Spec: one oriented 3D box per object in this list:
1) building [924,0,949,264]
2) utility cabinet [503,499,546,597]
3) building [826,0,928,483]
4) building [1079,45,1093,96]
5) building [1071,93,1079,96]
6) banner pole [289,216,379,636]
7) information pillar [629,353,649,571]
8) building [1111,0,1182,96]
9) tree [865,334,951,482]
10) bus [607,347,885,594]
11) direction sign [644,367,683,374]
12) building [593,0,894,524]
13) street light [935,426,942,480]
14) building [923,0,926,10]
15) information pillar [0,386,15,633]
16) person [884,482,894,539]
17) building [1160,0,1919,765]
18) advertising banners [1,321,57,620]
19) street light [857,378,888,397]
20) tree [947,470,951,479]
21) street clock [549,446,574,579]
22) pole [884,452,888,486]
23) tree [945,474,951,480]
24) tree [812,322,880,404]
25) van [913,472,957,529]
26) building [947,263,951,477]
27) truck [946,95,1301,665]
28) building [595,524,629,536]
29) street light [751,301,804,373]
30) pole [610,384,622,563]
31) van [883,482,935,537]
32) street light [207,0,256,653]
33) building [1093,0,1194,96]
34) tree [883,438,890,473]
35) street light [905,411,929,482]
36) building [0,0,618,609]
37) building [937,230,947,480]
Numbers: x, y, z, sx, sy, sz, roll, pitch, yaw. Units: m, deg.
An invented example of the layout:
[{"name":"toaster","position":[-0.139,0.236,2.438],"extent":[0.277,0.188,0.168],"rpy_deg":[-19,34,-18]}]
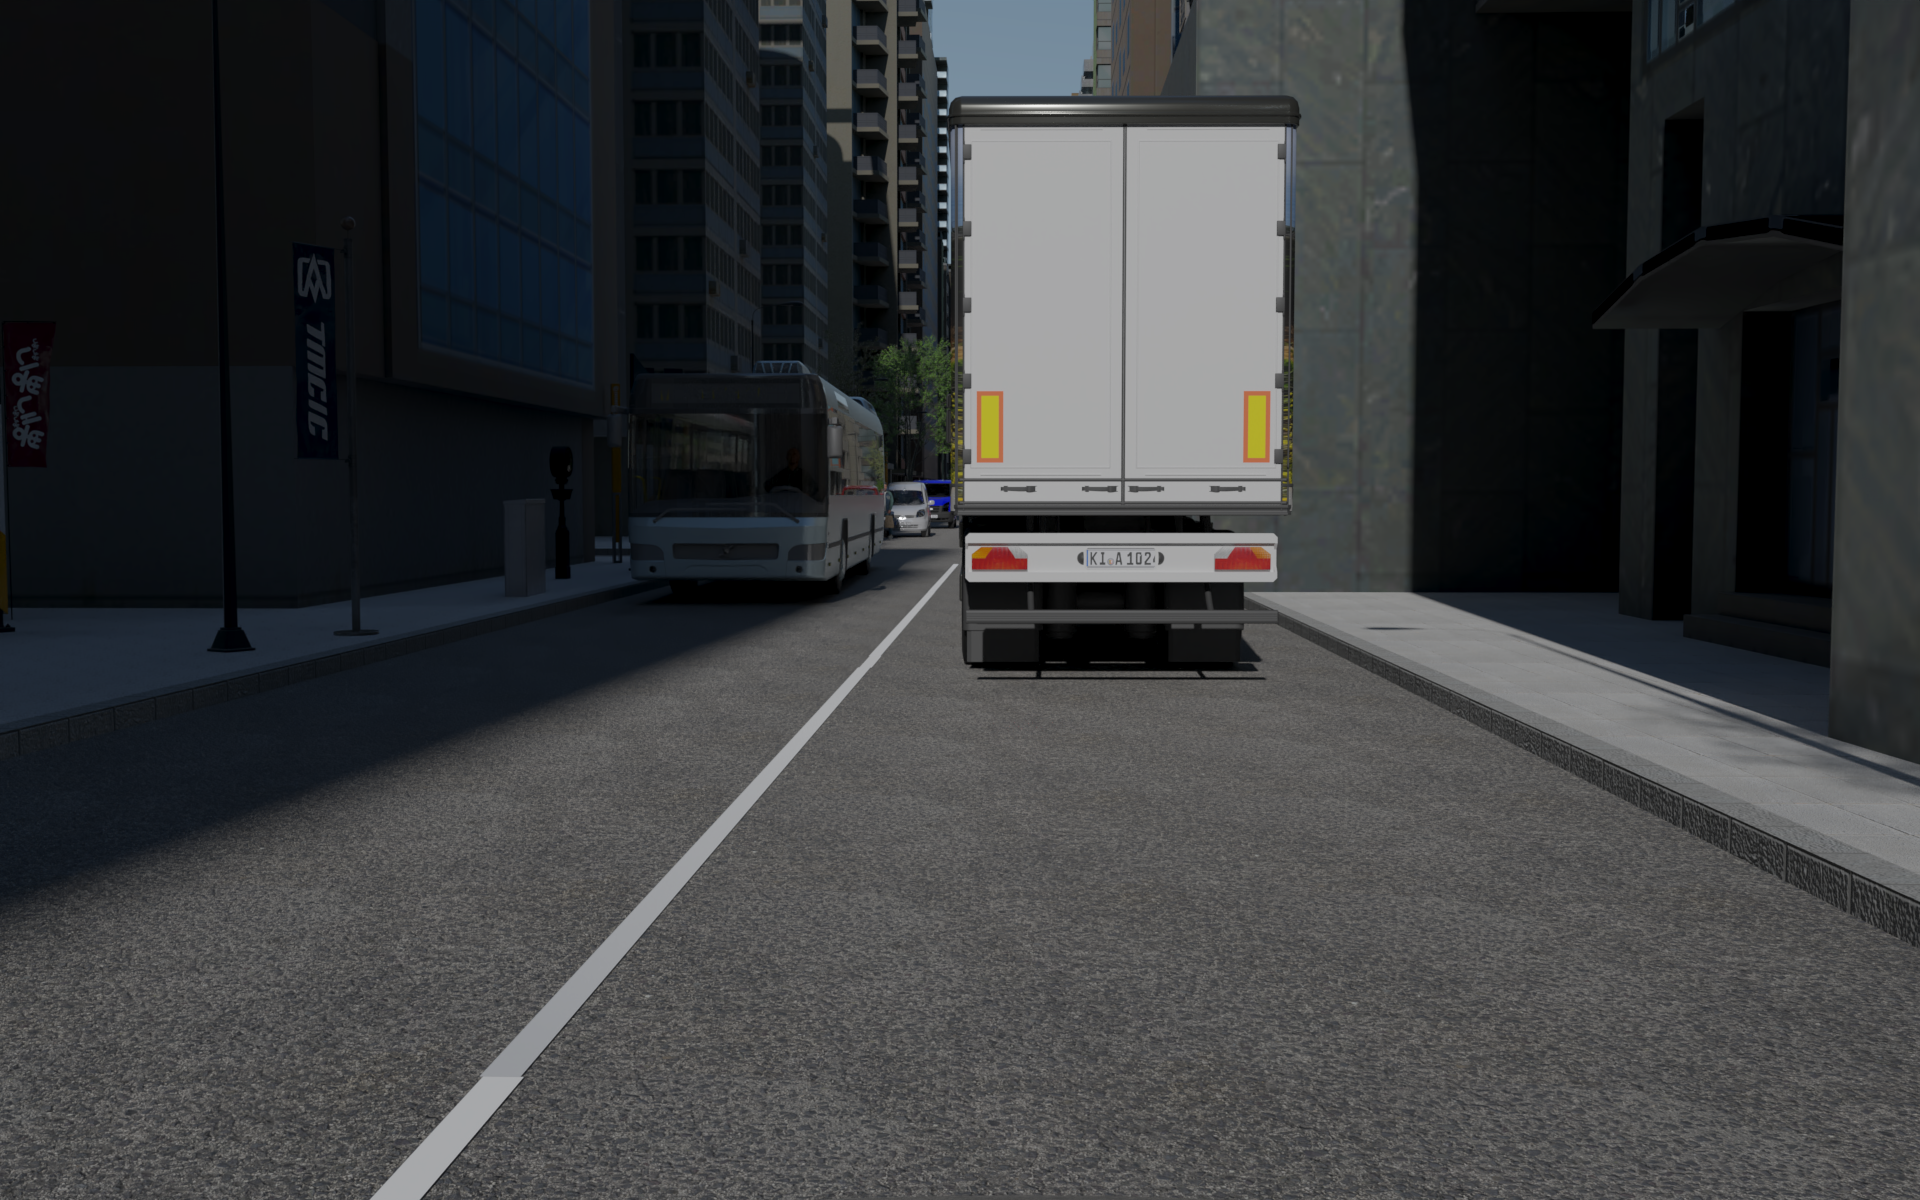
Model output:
[{"name":"building","position":[-11.136,-56.145,230.644],"extent":[22.319,86.520,31.000],"rpy_deg":[0,4,2]},{"name":"utility cabinet","position":[-5.551,-0.668,22.081],"extent":[0.306,1.237,1.020],"rpy_deg":[0,4,0]},{"name":"building","position":[-13.925,-29.177,131.675],"extent":[22.147,44.769,28.867],"rpy_deg":[0,4,2]},{"name":"building","position":[23.265,-33.972,175.055],"extent":[23.786,49.044,30.456],"rpy_deg":[0,4,2]},{"name":"building","position":[24.542,-43.972,260.939],"extent":[21.231,58.520,28.212],"rpy_deg":[0,4,2]},{"name":"banner pole","position":[-5.625,-1.559,15.514],"extent":[0.401,3.779,0.863],"rpy_deg":[2,4,28]},{"name":"information pillar","position":[-5.328,-2.303,29.004],"extent":[0.183,3.616,0.504],"rpy_deg":[2,4,32]},{"name":"building","position":[13.397,-25.675,69.900],"extent":[14.600,45.320,14.200],"rpy_deg":[0,4,2]},{"name":"tree","position":[-3.180,-11.431,112.644],"extent":[9.928,11.665,9.643],"rpy_deg":[0,3,0]},{"name":"bus","position":[-2.882,-2.006,27.659],"extent":[2.948,3.499,13.247],"rpy_deg":[0,4,1]},{"name":"direction sign","position":[-5.400,-2.396,31.169],"extent":[0.876,3.537,0.379],"rpy_deg":[-2,4,-26]},{"name":"building","position":[-20.098,-24.581,93.773],"extent":[32.217,40.220,23.993],"rpy_deg":[0,4,2]},{"name":"street light","position":[-1.948,-8.954,118.945],"extent":[1.470,5.913,1.316],"rpy_deg":[0,4,2]},{"name":"building","position":[-9.819,-30.759,153.025],"extent":[14.600,45.320,14.200],"rpy_deg":[0,4,2]},{"name":"information pillar","position":[-8.997,-1.497,15.838],"extent":[0.183,3.616,0.504],"rpy_deg":[2,4,30]},{"name":"person","position":[-2.362,-2.848,55.047],"extent":[0.794,1.824,0.713],"rpy_deg":[2,4,35]},{"name":"building","position":[14.019,-42.935,14.664],"extent":[22.319,86.520,31.000],"rpy_deg":[0,4,2]},{"name":"advertising banners","position":[-10.183,-1.304,17.513],"extent":[2.074,3.025,0.090],"rpy_deg":[0,4,-6]},{"name":"street light","position":[-3.569,-5.929,69.480],"extent":[1.470,5.913,1.316],"rpy_deg":[0,4,2]},{"name":"tree","position":[0.027,-12.773,192.544],"extent":[4.285,4.588,4.351],"rpy_deg":[0,3,0]},{"name":"street clock","position":[-6.011,-1.321,26.161],"extent":[0.358,2.002,0.471],"rpy_deg":[0,4,5]},{"name":"pole","position":[-3.607,-5.521,84.114],"extent":[0.158,3.312,0.155],"rpy_deg":[0,3,0]},{"name":"tree","position":[-0.883,-10.446,165.399],"extent":[1.663,3.219,1.824],"rpy_deg":[0,3,0]},{"name":"tree","position":[-5.169,-7.583,74.350],"extent":[4.360,8.622,3.978],"rpy_deg":[0,3,0]},{"name":"van","position":[-1.121,-4.217,73.324],"extent":[2.240,2.365,5.245],"rpy_deg":[0,4,2]},{"name":"building","position":[-7.671,-26.746,208.993],"extent":[14.160,30.474,14.107],"rpy_deg":[0,4,2]},{"name":"truck","position":[1.199,-1.768,17.826],"extent":[2.839,4.237,11.283],"rpy_deg":[0,4,0]},{"name":"building","position":[-19.733,-22.329,56.963],"extent":[32.217,40.220,23.993],"rpy_deg":[0,4,2]},{"name":"street light","position":[-4.463,-4.240,41.859],"extent":[1.470,5.913,1.316],"rpy_deg":[0,4,2]},{"name":"pole","position":[-6.369,-2.339,32.089],"extent":[0.158,3.312,0.155],"rpy_deg":[0,3,0]},{"name":"van","position":[-1.852,-3.161,58.688],"extent":[2.013,2.044,4.112],"rpy_deg":[0,4,1]},{"name":"street light","position":[-5.422,-2.534,13.968],"extent":[1.470,5.913,1.316],"rpy_deg":[0,4,2]},{"name":"building","position":[16.444,-26.930,123.893],"extent":[14.154,41.232,14.086],"rpy_deg":[0,4,2]},{"name":"tree","position":[-4.872,-5.855,79.443],"extent":[4.285,4.588,4.351],"rpy_deg":[0,3,0]},{"name":"street light","position":[-2.514,-7.629,97.274],"extent":[1.470,5.913,1.316],"rpy_deg":[0,4,2]},{"name":"building","position":[-13.871,-22.949,25.320],"extent":[14.200,45.320,14.600],"rpy_deg":[0,4,2]},{"name":"building","position":[-9.023,-25.127,182.526],"extent":[14.160,30.474,14.107],"rpy_deg":[0,4,2]}]
